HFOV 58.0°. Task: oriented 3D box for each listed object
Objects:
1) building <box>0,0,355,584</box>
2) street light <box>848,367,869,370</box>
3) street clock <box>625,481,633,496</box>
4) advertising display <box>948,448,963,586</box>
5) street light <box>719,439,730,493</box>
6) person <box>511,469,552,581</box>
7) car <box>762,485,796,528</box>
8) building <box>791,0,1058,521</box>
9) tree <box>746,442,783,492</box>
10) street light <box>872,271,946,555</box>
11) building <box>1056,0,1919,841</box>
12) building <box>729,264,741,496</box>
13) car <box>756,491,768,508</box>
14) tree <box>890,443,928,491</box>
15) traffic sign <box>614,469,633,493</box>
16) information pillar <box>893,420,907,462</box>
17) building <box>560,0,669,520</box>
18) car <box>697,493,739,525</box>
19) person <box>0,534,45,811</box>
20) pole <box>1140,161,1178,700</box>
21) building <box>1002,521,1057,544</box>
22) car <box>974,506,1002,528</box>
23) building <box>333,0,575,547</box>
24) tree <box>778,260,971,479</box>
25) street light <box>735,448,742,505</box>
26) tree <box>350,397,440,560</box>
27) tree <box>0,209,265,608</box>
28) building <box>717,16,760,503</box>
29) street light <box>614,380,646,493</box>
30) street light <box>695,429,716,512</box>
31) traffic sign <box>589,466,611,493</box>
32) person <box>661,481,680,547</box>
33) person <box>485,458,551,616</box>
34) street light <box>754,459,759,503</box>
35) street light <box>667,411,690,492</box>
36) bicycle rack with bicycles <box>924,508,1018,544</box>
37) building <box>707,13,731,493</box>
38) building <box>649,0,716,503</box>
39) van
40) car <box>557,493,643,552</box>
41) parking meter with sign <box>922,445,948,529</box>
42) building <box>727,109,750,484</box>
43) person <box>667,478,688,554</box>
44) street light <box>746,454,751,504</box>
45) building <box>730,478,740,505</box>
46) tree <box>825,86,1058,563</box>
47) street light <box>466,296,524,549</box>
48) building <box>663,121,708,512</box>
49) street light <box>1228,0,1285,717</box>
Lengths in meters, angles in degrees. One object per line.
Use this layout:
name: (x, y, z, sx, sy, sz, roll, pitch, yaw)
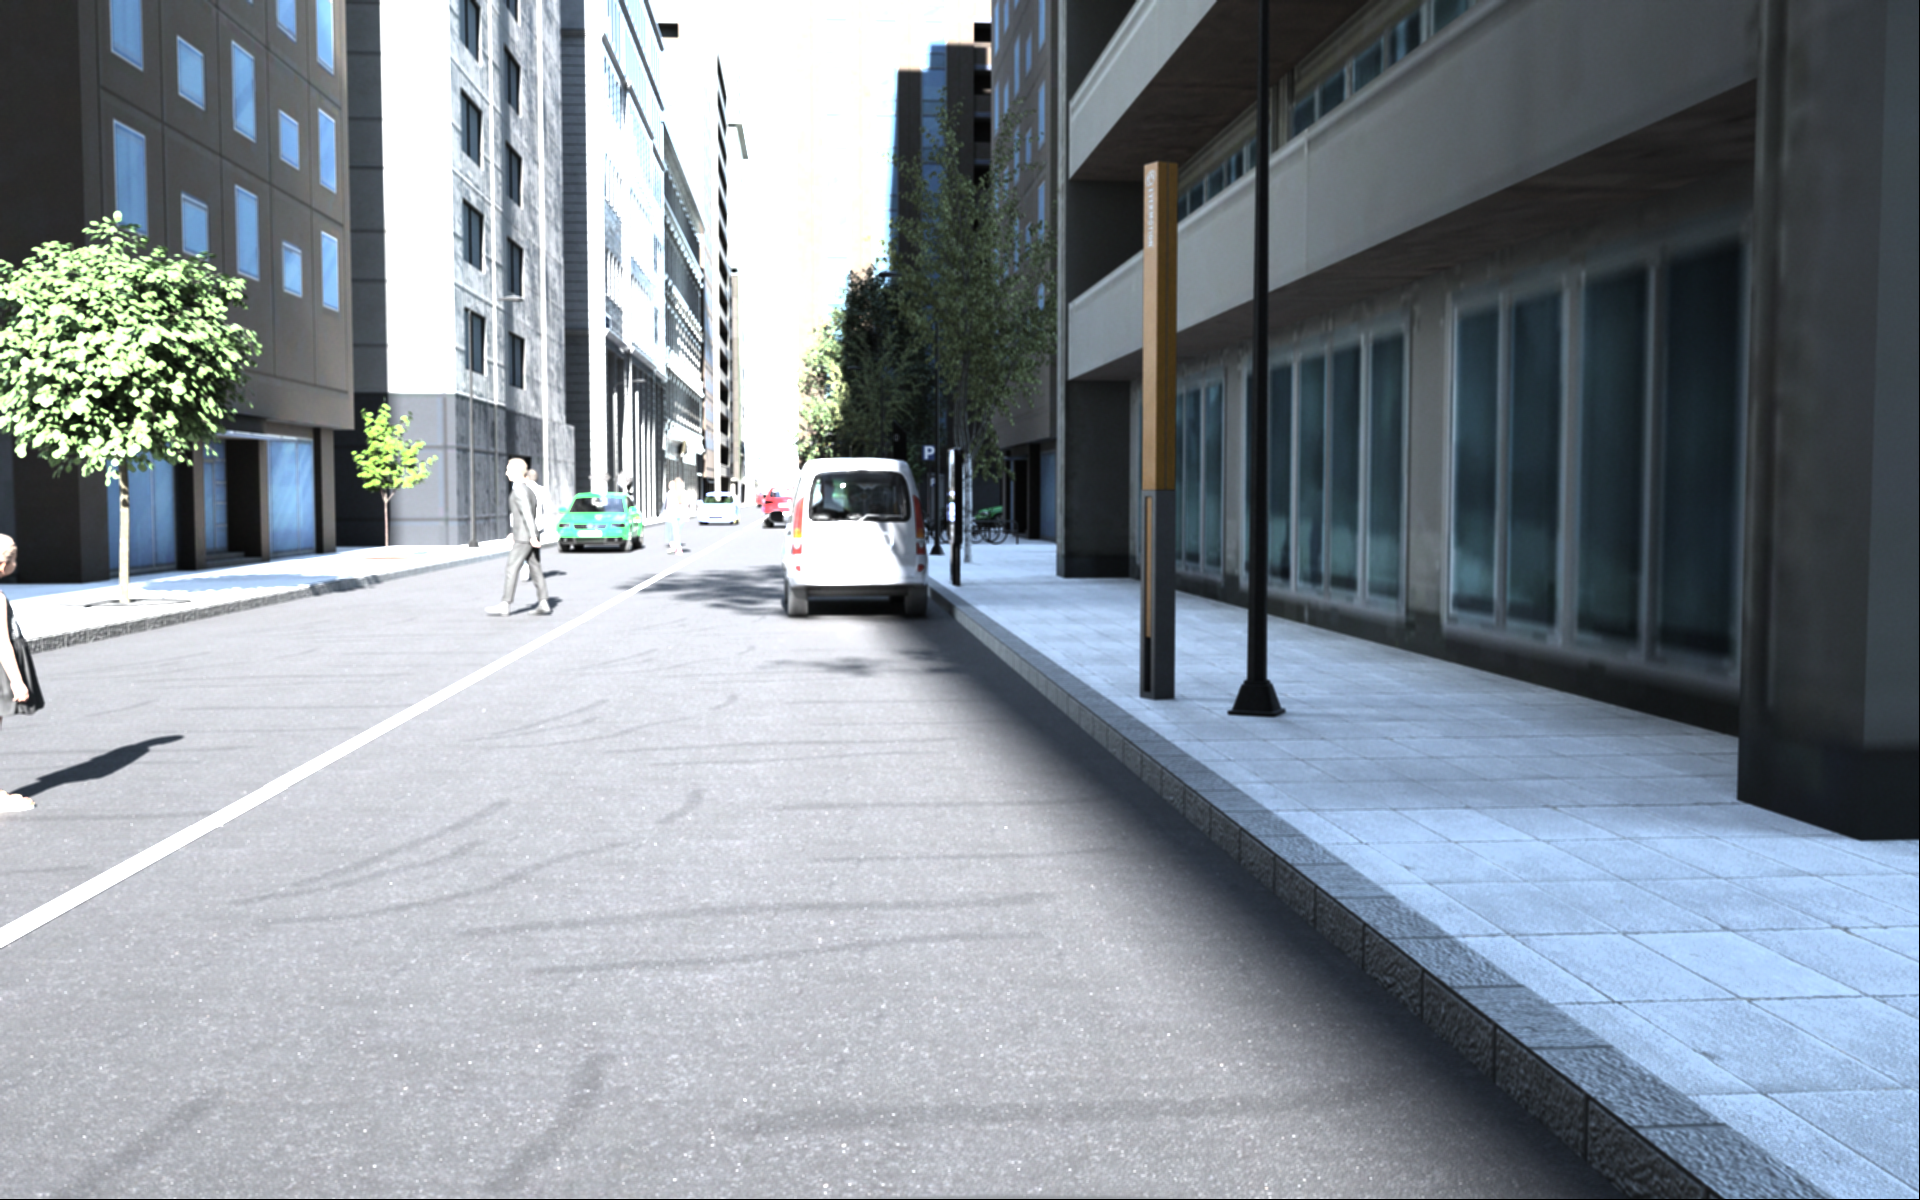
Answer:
building: (-19.687, -23.206, 29.533, 14.600, 45.320, 14.200, 0, 4, -5)
street light: (-3.396, -5.550, 63.277, 1.470, 5.913, 1.316, 0, 4, -5)
street clock: (-13.680, -4.099, 71.582, 0.358, 2.002, 0.471, 0, 4, -1)
advertising display: (-0.070, -1.181, 24.516, 0.123, 1.923, 0.974, 0, 4, -6)
street light: (-20.217, -10.644, 146.569, 1.470, 5.913, 1.316, 0, 4, -5)
person: (-7.080, -1.241, 28.637, 0.661, 1.843, 0.795, -1, 4, -17)
car: (-7.382, -4.022, 74.435, 2.281, 1.827, 5.304, 0, 4, -3)
building: (-2.464, -27.488, 99.537, 14.600, 45.320, 14.200, 0, 4, -5)
tree: (-34.915, -22.484, 302.017, 8.767, 10.594, 7.601, 0, 4, -4)
street light: (-1.022, -3.903, 36.351, 1.470, 5.913, 1.316, 0, 4, -5)
building: (13.035, -24.011, 16.284, 21.300, 48.544, 21.600, 0, 4, -5)
building: (-34.171, -26.897, 211.469, 14.160, 30.474, 14.107, 0, 4, -5)
car: (-20.690, -10.809, 185.394, 2.281, 1.827, 5.304, 0, 4, -4)
tree: (-1.842, -3.936, 58.955, 1.663, 3.219, 1.824, 0, 3, 0)
traffic sign: (-13.687, -4.087, 70.472, 0.795, 2.450, 0.064, 0, 4, -5)
information pillar: (-1.909, -3.868, 54.590, 0.504, 3.616, 0.183, 2, 4, 34)
building: (-20.970, -18.723, 83.619, 11.434, 29.767, 29.804, 0, 4, -5)
car: (-11.274, -4.368, 81.013, 1.945, 1.707, 3.694, 0, 4, -3)
person: (-4.386, 0.321, 7.915, 0.373, 1.253, 0.362, -3, 4, -37)
pole: (1.240, -1.036, 10.788, 0.158, 3.312, 0.155, 0, 3, 0)
building: (8.499, -24.436, 49.636, 14.600, 45.320, 14.200, 0, 4, -5)
car: (2.902, -3.703, 69.334, 4.718, 1.807, 1.959, 0, 4, -6)
building: (-23.301, -37.385, 49.504, 20.611, 71.187, 20.563, 0, 4, -5)
tree: (-4.112, -10.262, 84.795, 9.611, 12.733, 9.660, 0, 3, 0)
street light: (-22.449, -12.259, 172.979, 1.470, 5.913, 1.316, 0, 4, -5)
tree: (-11.275, -2.394, 33.742, 1.663, 3.219, 1.824, 0, 3, 0)
tree: (-9.801, -2.221, 20.033, 4.285, 4.588, 4.351, 0, 3, 0)
building: (-41.656, -50.530, 264.410, 20.563, 71.187, 20.611, 0, 4, -5)
street light: (-13.437, -5.980, 70.312, 1.470, 5.913, 1.316, 0, 4, -5)
street light: (-18.226, -9.221, 123.297, 1.470, 5.913, 1.316, 0, 4, -5)
traffic sign: (-12.996, -3.601, 62.517, 0.795, 2.450, 0.064, 0, 4, -5)
person: (-7.792, -2.324, 46.912, 0.576, 1.772, 0.534, -1, 4, -19)
person: (-5.218, -0.744, 20.443, 0.755, 1.850, 0.659, 0, 4, 5)
street light: (-27.370, -15.725, 229.642, 1.470, 5.913, 1.316, 0, 4, -5)
street light: (-15.784, -7.606, 96.906, 1.470, 5.913, 1.316, 0, 4, -5)
bicycle rack with bicycles: (0.112, -1.914, 44.670, 2.925, 0.926, 2.852, -1, 4, -21)
building: (-33.724, -33.326, 168.579, 21.300, 48.544, 21.600, 0, 4, -5)
building: (-28.909, -30.641, 151.084, 14.600, 45.320, 14.200, 0, 4, -5)
van: (-1.370, -0.898, 21.687, 2.013, 2.044, 4.112, 0, 4, -7)
car: (-9.106, -2.152, 43.986, 1.959, 1.807, 4.718, 0, 4, -5)
parking meter with sign: (-0.840, -4.046, 62.407, 0.543, 3.016, 1.738, 1, 4, 16)
building: (-43.835, -39.807, 240.084, 28.713, 52.752, 27.495, 0, 4, -5)
person: (-6.742, -2.013, 41.415, 0.555, 1.821, 0.388, -3, 5, -43)
street light: (-24.788, -13.876, 199.406, 1.470, 5.913, 1.316, 0, 4, -5)
building: (-40.964, -30.558, 191.498, 32.217, 40.220, 23.993, 0, 4, -5)
tree: (0.394, -5.002, 32.152, 4.737, 8.622, 4.395, 0, 3, 0)
street light: (-10.939, -4.172, 40.748, 1.470, 5.913, 1.316, 0, 4, -5)
building: (-27.172, -21.021, 120.116, 17.030, 29.872, 44.131, 0, 4, -5)
street light: (1.196, -2.286, 9.917, 1.470, 5.913, 1.316, 0, 4, -5)
